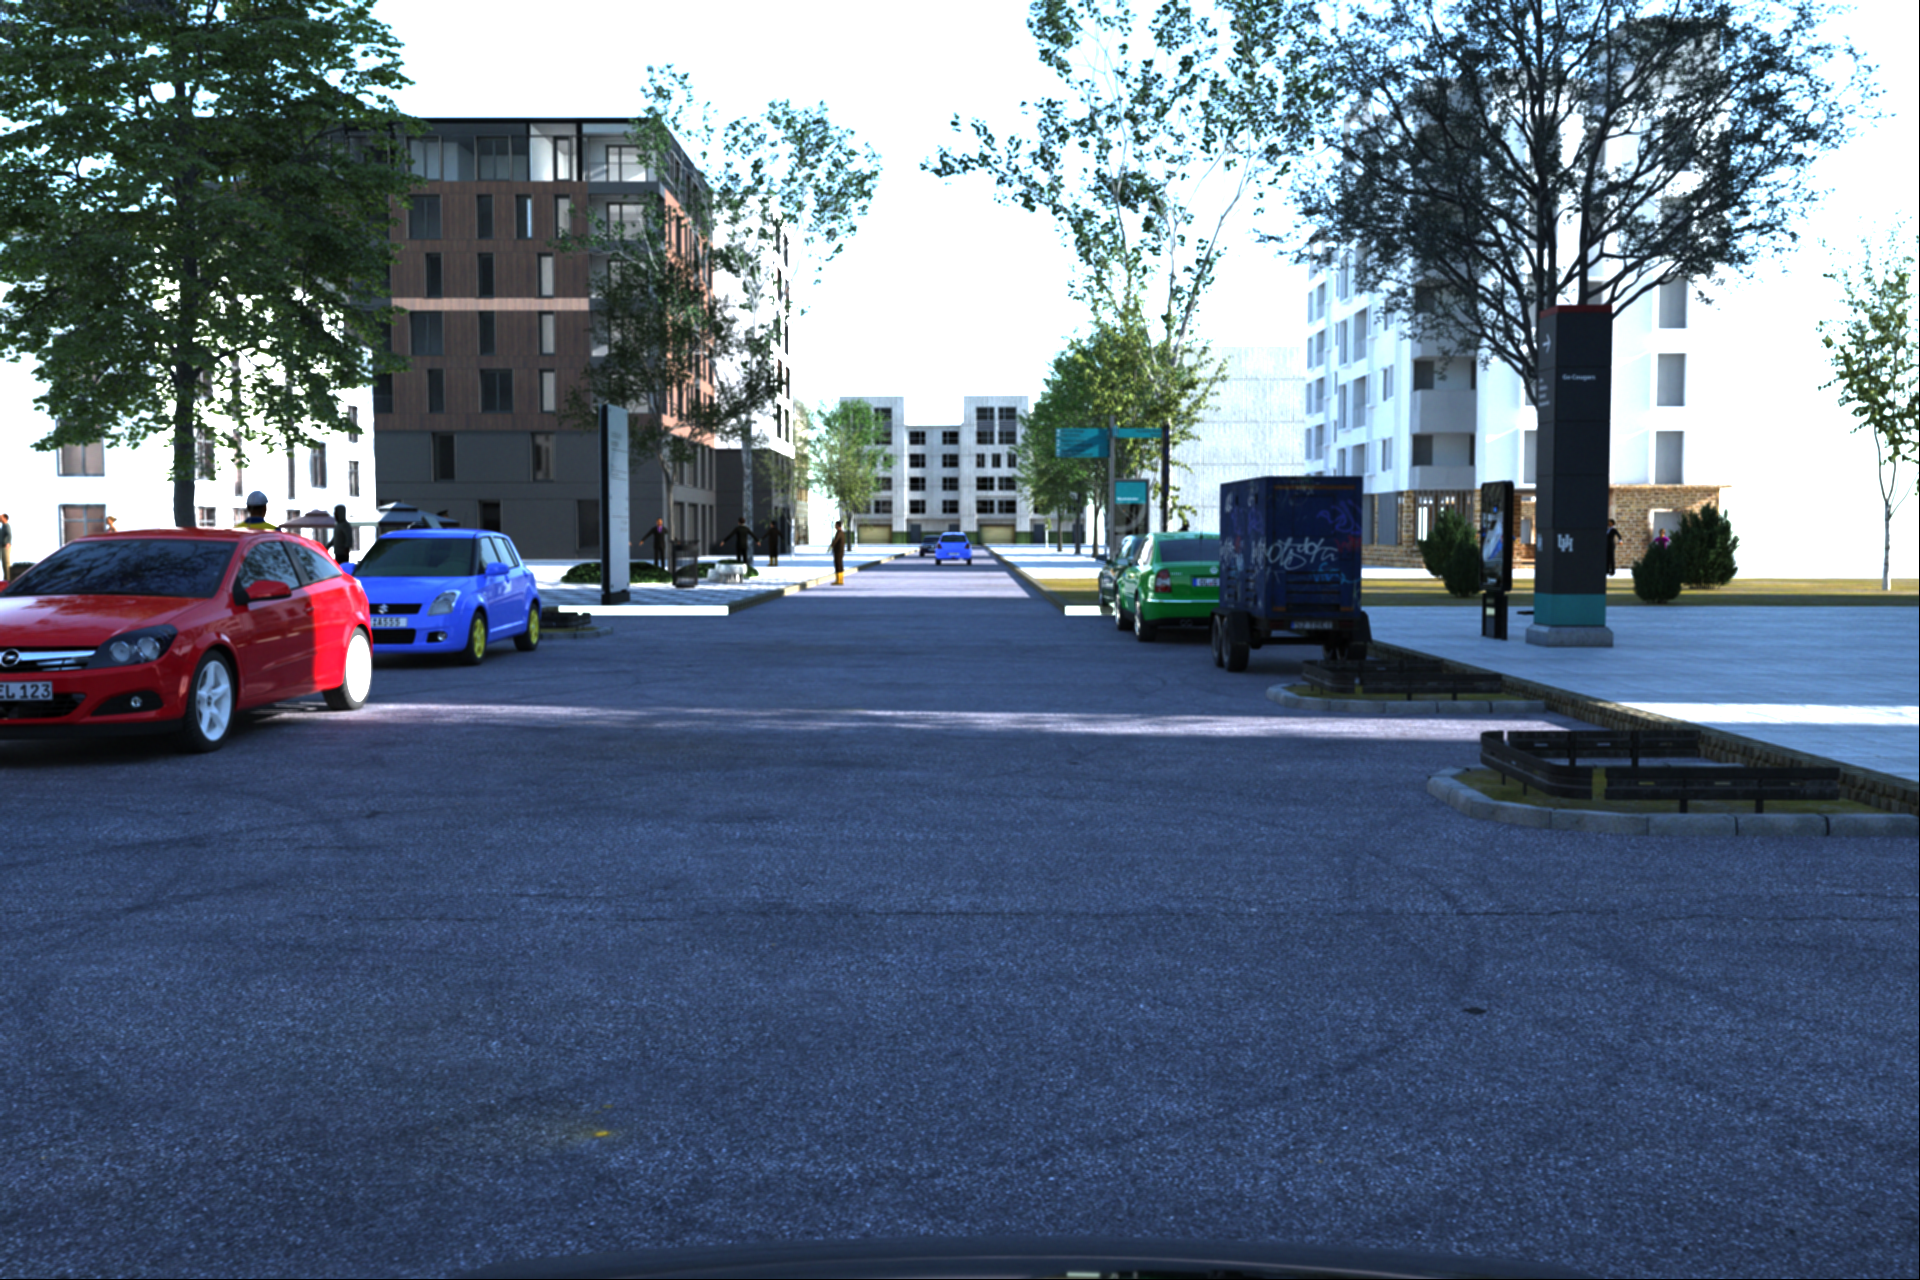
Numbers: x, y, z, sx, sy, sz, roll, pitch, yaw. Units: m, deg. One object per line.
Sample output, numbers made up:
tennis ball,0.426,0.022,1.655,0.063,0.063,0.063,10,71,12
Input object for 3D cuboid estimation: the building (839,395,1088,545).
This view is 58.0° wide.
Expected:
building,0.919,-21.901,226.992,31.486,18.905,16.747,0,4,4

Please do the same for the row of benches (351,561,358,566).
row of benches,-15.305,-1.510,40.152,4.104,0.672,1.422,1,4,12

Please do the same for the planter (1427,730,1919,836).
planter,3.582,0.729,9.215,1.991,0.319,1.994,0,4,1

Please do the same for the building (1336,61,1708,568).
building,21.955,-13.417,75.793,16.016,20.090,11.380,0,4,1

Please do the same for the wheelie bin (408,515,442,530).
wheelie bin,-9.071,-1.324,29.558,0.693,1.594,0.980,0,4,0

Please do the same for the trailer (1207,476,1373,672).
trailer,3.454,-0.734,19.053,1.471,1.999,3.904,0,4,-1

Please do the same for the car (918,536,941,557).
car,-1.713,-6.039,111.320,1.945,1.354,3.894,0,4,0

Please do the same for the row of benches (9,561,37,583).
row of benches,-22.466,-1.456,39.264,4.104,0.672,1.422,-2,4,-24

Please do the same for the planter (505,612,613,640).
planter,-5.999,-0.205,24.486,1.991,0.319,1.994,0,4,0

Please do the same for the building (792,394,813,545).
building,-27.688,-22.702,202.099,19.493,23.208,18.063,0,3,0

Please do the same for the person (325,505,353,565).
person,-11.217,-1.542,31.348,0.705,1.813,1.348,-3,4,-36

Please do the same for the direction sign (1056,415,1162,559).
direction sign,3.414,-3.036,38.397,2.525,3.948,1.411,0,4,0

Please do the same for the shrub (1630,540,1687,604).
shrub,12.902,-1.277,32.002,1.383,1.207,1.383,0,3,0

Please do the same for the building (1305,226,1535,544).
building,26.787,-15.350,107.399,16.016,20.090,11.380,0,4,0

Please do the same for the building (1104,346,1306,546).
building,23.831,-18.637,171.178,16.747,18.905,31.486,0,4,1

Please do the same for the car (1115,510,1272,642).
car,3.230,-0.956,24.431,1.959,1.807,4.718,0,4,-1

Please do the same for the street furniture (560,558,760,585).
street furniture,-8.447,-2.003,48.375,5.734,0.657,10.072,0,4,-8

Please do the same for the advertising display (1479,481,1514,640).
advertising display,6.593,-0.985,21.314,0.123,1.923,0.974,0,4,1

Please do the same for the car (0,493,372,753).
car,-5.779,-0.222,12.663,2.155,1.783,4.494,0,3,0

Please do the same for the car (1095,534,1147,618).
car,3.442,-1.097,29.739,2.131,1.459,4.920,0,4,-1

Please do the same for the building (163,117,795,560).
building,-25.212,-15.754,101.560,27.936,21.610,32.646,0,3,0

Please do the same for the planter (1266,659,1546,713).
planter,3.685,0.386,14.832,1.991,0.319,1.994,0,4,-1

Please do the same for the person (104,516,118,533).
person,-21.075,-2.204,42.833,1.217,1.733,0.721,3,4,39

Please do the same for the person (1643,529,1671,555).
person,19.462,-2.370,48.020,0.991,1.433,0.599,2,4,30

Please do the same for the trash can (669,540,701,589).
trash can,-6.505,-1.791,40.937,0.748,1.137,0.748,0,3,0

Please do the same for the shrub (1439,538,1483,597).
shrub,10.236,-1.470,35.150,1.383,1.207,1.383,0,3,0

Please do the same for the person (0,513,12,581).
person,-23.858,-2.261,43.237,0.705,1.796,1.348,-3,5,-42

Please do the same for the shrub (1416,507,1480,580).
shrub,13.714,-2.724,48.584,1.661,2.075,1.752,0,3,0

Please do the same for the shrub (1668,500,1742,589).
shrub,17.383,-2.226,40.434,1.661,2.075,1.752,0,3,0

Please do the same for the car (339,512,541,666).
car,-6.065,-0.637,20.001,1.945,1.707,3.694,0,4,0

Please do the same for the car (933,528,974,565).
car,-0.294,-4.385,81.289,1.945,1.707,3.694,0,4,0

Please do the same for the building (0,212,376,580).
building,-25.433,-7.164,59.283,9.099,9.664,28.070,0,3,0

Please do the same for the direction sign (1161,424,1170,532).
direction sign,4.272,-2.696,36.073,0.379,3.537,0.876,0,4,-2
